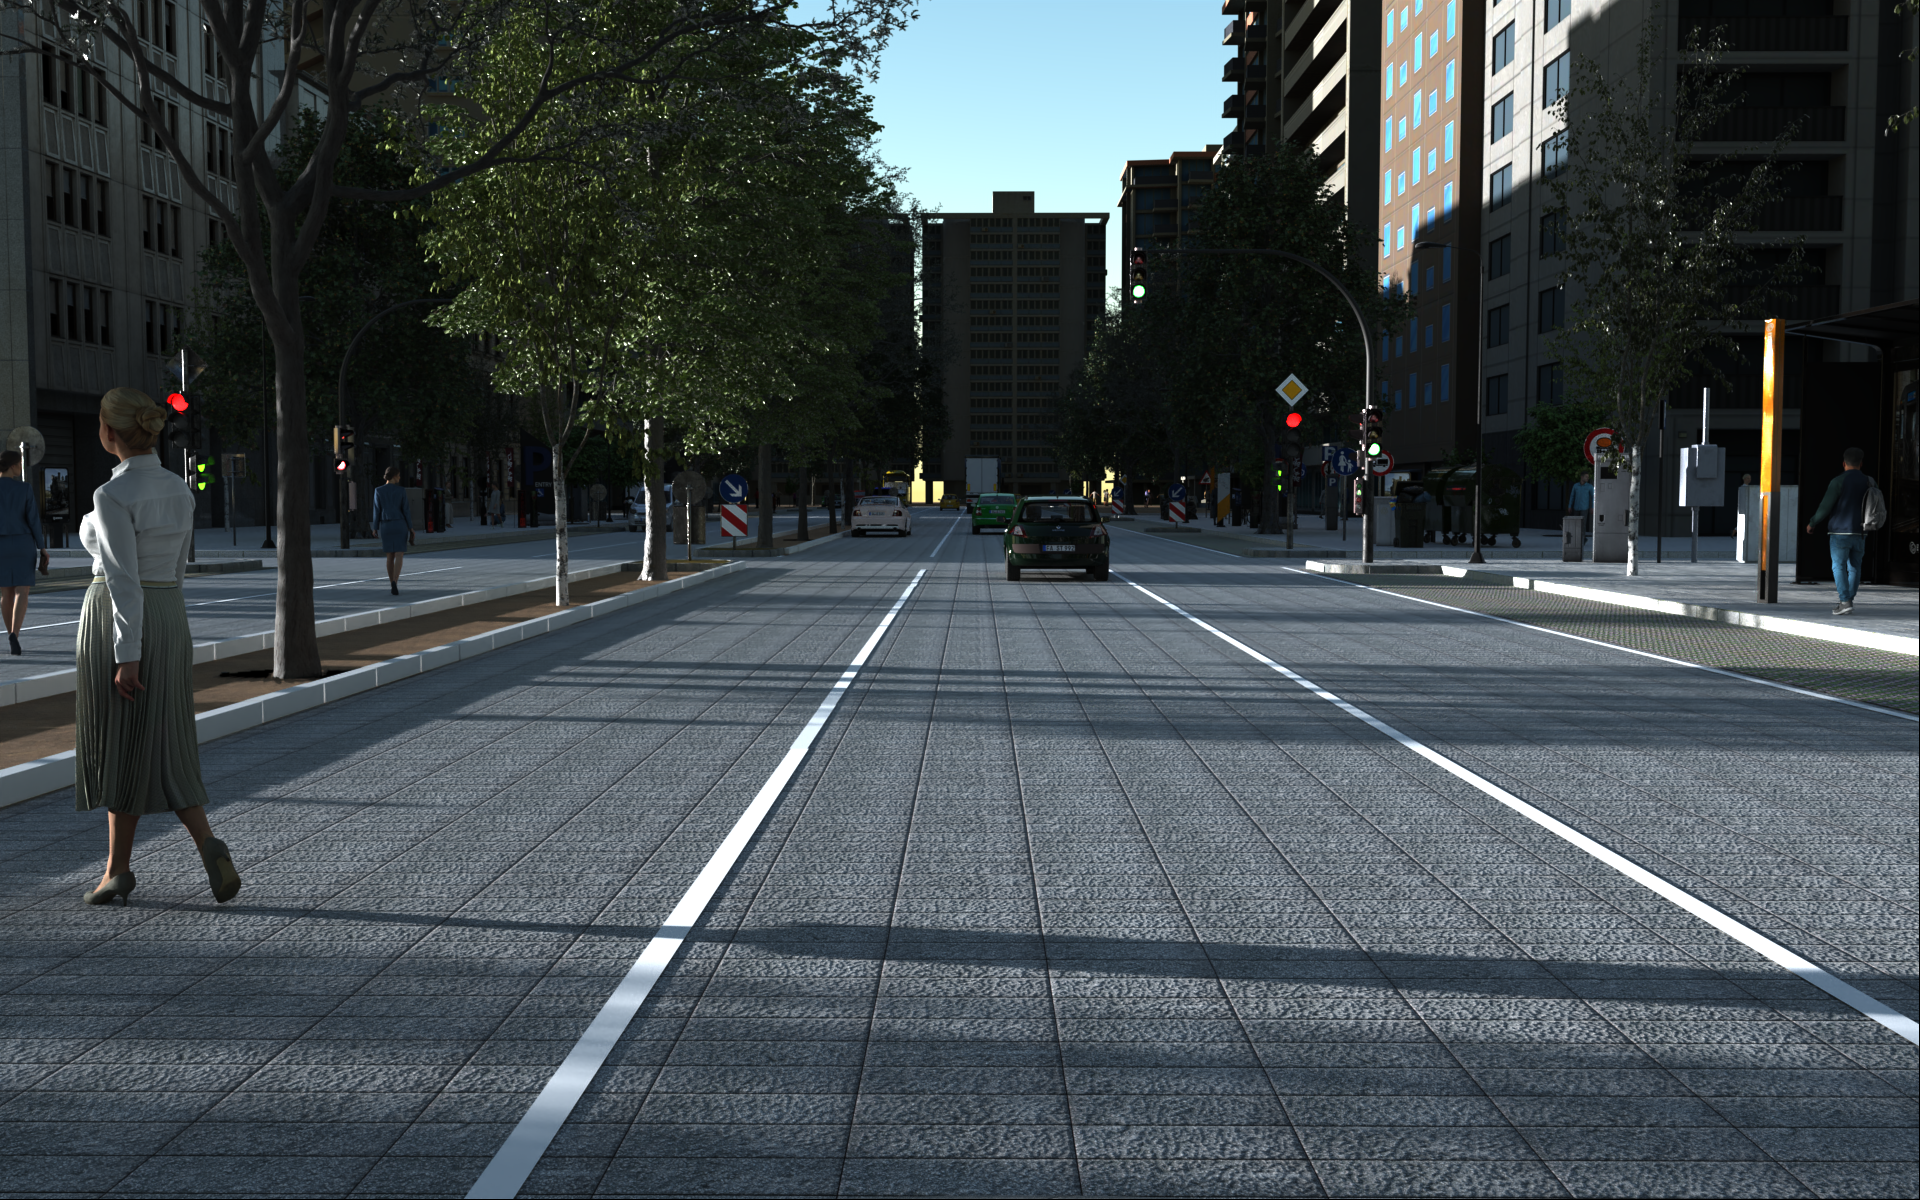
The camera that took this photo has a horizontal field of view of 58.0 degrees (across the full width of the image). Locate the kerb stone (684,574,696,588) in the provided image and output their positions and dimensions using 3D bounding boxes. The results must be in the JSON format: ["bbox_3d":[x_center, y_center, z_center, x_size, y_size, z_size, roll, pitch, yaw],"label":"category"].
[{"bbox_3d":[-4.232,-0.271,26.627,0.120,0.150,1.000,0,4,1],"label":"kerb stone"}]

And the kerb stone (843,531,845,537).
[{"bbox_3d":[-3.954,-2.122,56.942,0.120,0.150,1.000,0,4,1],"label":"kerb stone"}]

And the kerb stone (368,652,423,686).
[{"bbox_3d":[-4.366,0.544,13.308,0.120,0.150,1.000,0,4,1],"label":"kerb stone"}]

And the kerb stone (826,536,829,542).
[{"bbox_3d":[-4.014,-1.749,50.789,0.120,0.150,1.000,0,4,1],"label":"kerb stone"}]

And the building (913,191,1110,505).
[{"bbox_3d":[6.850,-32.609,225.033,23.993,40.220,32.217,0,4,1],"label":"building"}]

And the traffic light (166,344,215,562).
[{"bbox_3d":[-14.463,-2.664,32.479,0.839,4.253,0.868,0,4,1],"label":"traffic light"}]

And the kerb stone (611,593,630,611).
[{"bbox_3d":[-4.287,0.049,21.494,0.120,0.150,1.000,0,4,1],"label":"kerb stone"}]

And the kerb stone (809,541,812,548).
[{"bbox_3d":[-4.062,-1.435,45.654,0.120,0.150,1.000,0,4,1],"label":"kerb stone"}]

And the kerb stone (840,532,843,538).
[{"bbox_3d":[-3.968,-2.063,55.920,0.120,0.150,1.000,0,4,1],"label":"kerb stone"}]

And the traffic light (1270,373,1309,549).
[{"bbox_3d":[7.671,-3.141,40.277,0.839,4.253,0.868,0,4,1],"label":"traffic light"}]

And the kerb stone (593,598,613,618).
[{"bbox_3d":[-4.292,0.110,20.472,0.120,0.150,1.000,0,4,1],"label":"kerb stone"}]

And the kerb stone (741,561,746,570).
[{"bbox_3d":[-4.177,-0.647,32.767,0.120,0.150,1.000,0,4,1],"label":"kerb stone"}]

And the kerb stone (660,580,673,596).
[{"bbox_3d":[-4.253,-0.144,24.583,0.120,0.150,1.000,0,4,1],"label":"kerb stone"}]

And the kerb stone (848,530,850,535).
[{"bbox_3d":[-3.940,-2.251,59.001,0.120,0.150,1.000,0,4,1],"label":"kerb stone"}]

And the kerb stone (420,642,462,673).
[{"bbox_3d":[-4.353,0.486,14.330,0.120,0.150,1.000,0,4,1],"label":"kerb stone"}]

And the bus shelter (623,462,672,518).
[{"bbox_3d":[-17.579,-6.295,96.840,2.014,3.302,5.546,0,4,0],"label":"bus shelter"}]

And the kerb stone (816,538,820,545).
[{"bbox_3d":[-4.043,-1.559,47.702,0.120,0.150,1.000,0,4,1],"label":"kerb stone"}]

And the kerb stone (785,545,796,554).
[{"bbox_3d":[-4.101,-1.183,41.543,0.120,0.150,1.000,0,4,1],"label":"kerb stone"}]

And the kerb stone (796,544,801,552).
[{"bbox_3d":[-4.091,-1.242,42.565,0.120,0.150,1.000,0,4,1],"label":"kerb stone"}]

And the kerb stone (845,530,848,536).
[{"bbox_3d":[-3.947,-2.188,57.975,0.120,0.150,1.000,0,4,1],"label":"kerb stone"}]

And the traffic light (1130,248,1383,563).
[{"bbox_3d":[5.504,-3.517,32.170,4.771,5.953,1.251,0,4,1],"label":"traffic light"}]

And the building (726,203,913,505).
[{"bbox_3d":[-17.849,-32.638,225.515,23.993,40.220,32.217,0,4,1],"label":"building"}]

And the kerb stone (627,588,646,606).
[{"bbox_3d":[-4.276,-0.020,22.523,0.120,0.150,1.000,0,4,1],"label":"kerb stone"}]

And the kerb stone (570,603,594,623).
[{"bbox_3d":[-4.308,0.168,19.450,0.120,0.150,1.000,0,4,1],"label":"kerb stone"}]

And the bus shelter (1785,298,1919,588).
[{"bbox_3d":[12.348,-1.847,21.483,1.731,3.624,6.357,0,4,0],"label":"bus shelter"}]

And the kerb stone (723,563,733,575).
[{"bbox_3d":[-4.202,-0.521,30.719,0.120,0.150,1.000,0,4,1],"label":"kerb stone"}]

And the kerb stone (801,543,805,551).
[{"bbox_3d":[-4.071,-1.302,43.596,0.120,0.150,1.000,0,4,1],"label":"kerb stone"}]

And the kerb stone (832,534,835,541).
[{"bbox_3d":[-3.995,-1.871,52.837,0.120,0.150,1.000,0,4,1],"label":"kerb stone"}]

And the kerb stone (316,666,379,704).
[{"bbox_3d":[-4.375,0.609,12.287,0.120,0.150,1.000,0,4,1],"label":"kerb stone"}]

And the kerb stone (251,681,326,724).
[{"bbox_3d":[-4.386,0.669,11.264,0.120,0.150,1.000,0,4,1],"label":"kerb stone"}]

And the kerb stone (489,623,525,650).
[{"bbox_3d":[-4.335,0.356,16.384,0.120,0.150,1.000,0,4,1],"label":"kerb stone"}]

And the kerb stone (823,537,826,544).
[{"bbox_3d":[-4.019,-1.685,49.752,0.120,0.150,1.000,0,4,1],"label":"kerb stone"}]

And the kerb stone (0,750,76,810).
[{"bbox_3d":[-4.411,0.860,8.198,0.120,0.150,1.000,0,4,1],"label":"kerb stone"}]

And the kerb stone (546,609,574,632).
[{"bbox_3d":[-4.311,0.231,18.428,0.120,0.150,1.000,0,4,1],"label":"kerb stone"}]

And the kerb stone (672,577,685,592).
[{"bbox_3d":[-4.254,-0.205,25.605,0.120,0.150,1.000,0,4,1],"label":"kerb stone"}]

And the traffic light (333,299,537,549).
[{"bbox_3d":[-12.297,-4.025,40.479,4.771,5.953,1.251,0,4,1],"label":"traffic light"}]

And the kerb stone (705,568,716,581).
[{"bbox_3d":[-4.218,-0.396,28.670,0.120,0.150,1.000,0,4,1],"label":"kerb stone"}]

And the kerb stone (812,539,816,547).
[{"bbox_3d":[-4.054,-1.498,46.680,0.120,0.150,1.000,0,4,1],"label":"kerb stone"}]

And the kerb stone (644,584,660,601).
[{"bbox_3d":[-4.267,-0.083,23.550,0.120,0.150,1.000,0,4,1],"label":"kerb stone"}]

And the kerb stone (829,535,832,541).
[{"bbox_3d":[-4.008,-1.811,51.811,0.120,0.150,1.000,0,4,1],"label":"kerb stone"}]

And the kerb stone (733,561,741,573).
[{"bbox_3d":[-4.187,-0.583,31.745,0.120,0.150,1.000,0,4,1],"label":"kerb stone"}]

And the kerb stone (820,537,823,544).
[{"bbox_3d":[-4.031,-1.623,48.728,0.120,0.150,1.000,0,4,1],"label":"kerb stone"}]

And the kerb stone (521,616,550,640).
[{"bbox_3d":[-4.326,0.295,17.406,0.120,0.150,1.000,0,4,1],"label":"kerb stone"}]

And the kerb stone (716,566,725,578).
[{"bbox_3d":[-4.208,-0.459,29.692,0.120,0.150,1.000,0,4,1],"label":"kerb stone"}]

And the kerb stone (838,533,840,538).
[{"bbox_3d":[-3.978,-2.000,54.893,0.120,0.150,1.000,0,4,1],"label":"kerb stone"}]

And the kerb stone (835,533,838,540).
[{"bbox_3d":[-3.987,-1.937,53.864,0.120,0.150,1.000,0,4,1],"label":"kerb stone"}]

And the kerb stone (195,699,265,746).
[{"bbox_3d":[-4.391,0.733,10.242,0.120,0.150,1.000,0,4,1],"label":"kerb stone"}]

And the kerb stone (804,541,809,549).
[{"bbox_3d":[-4.064,-1.372,44.622,0.120,0.150,1.000,0,4,1],"label":"kerb stone"}]

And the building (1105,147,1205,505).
[{"bbox_3d":[33.234,-34.567,219.799,28.867,44.769,22.147,0,4,1],"label":"building"}]

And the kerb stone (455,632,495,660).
[{"bbox_3d":[-4.340,0.421,15.352,0.120,0.150,1.000,0,4,1],"label":"kerb stone"}]

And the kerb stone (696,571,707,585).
[{"bbox_3d":[-4.224,-0.330,27.649,0.120,0.150,1.000,0,4,1],"label":"kerb stone"}]
